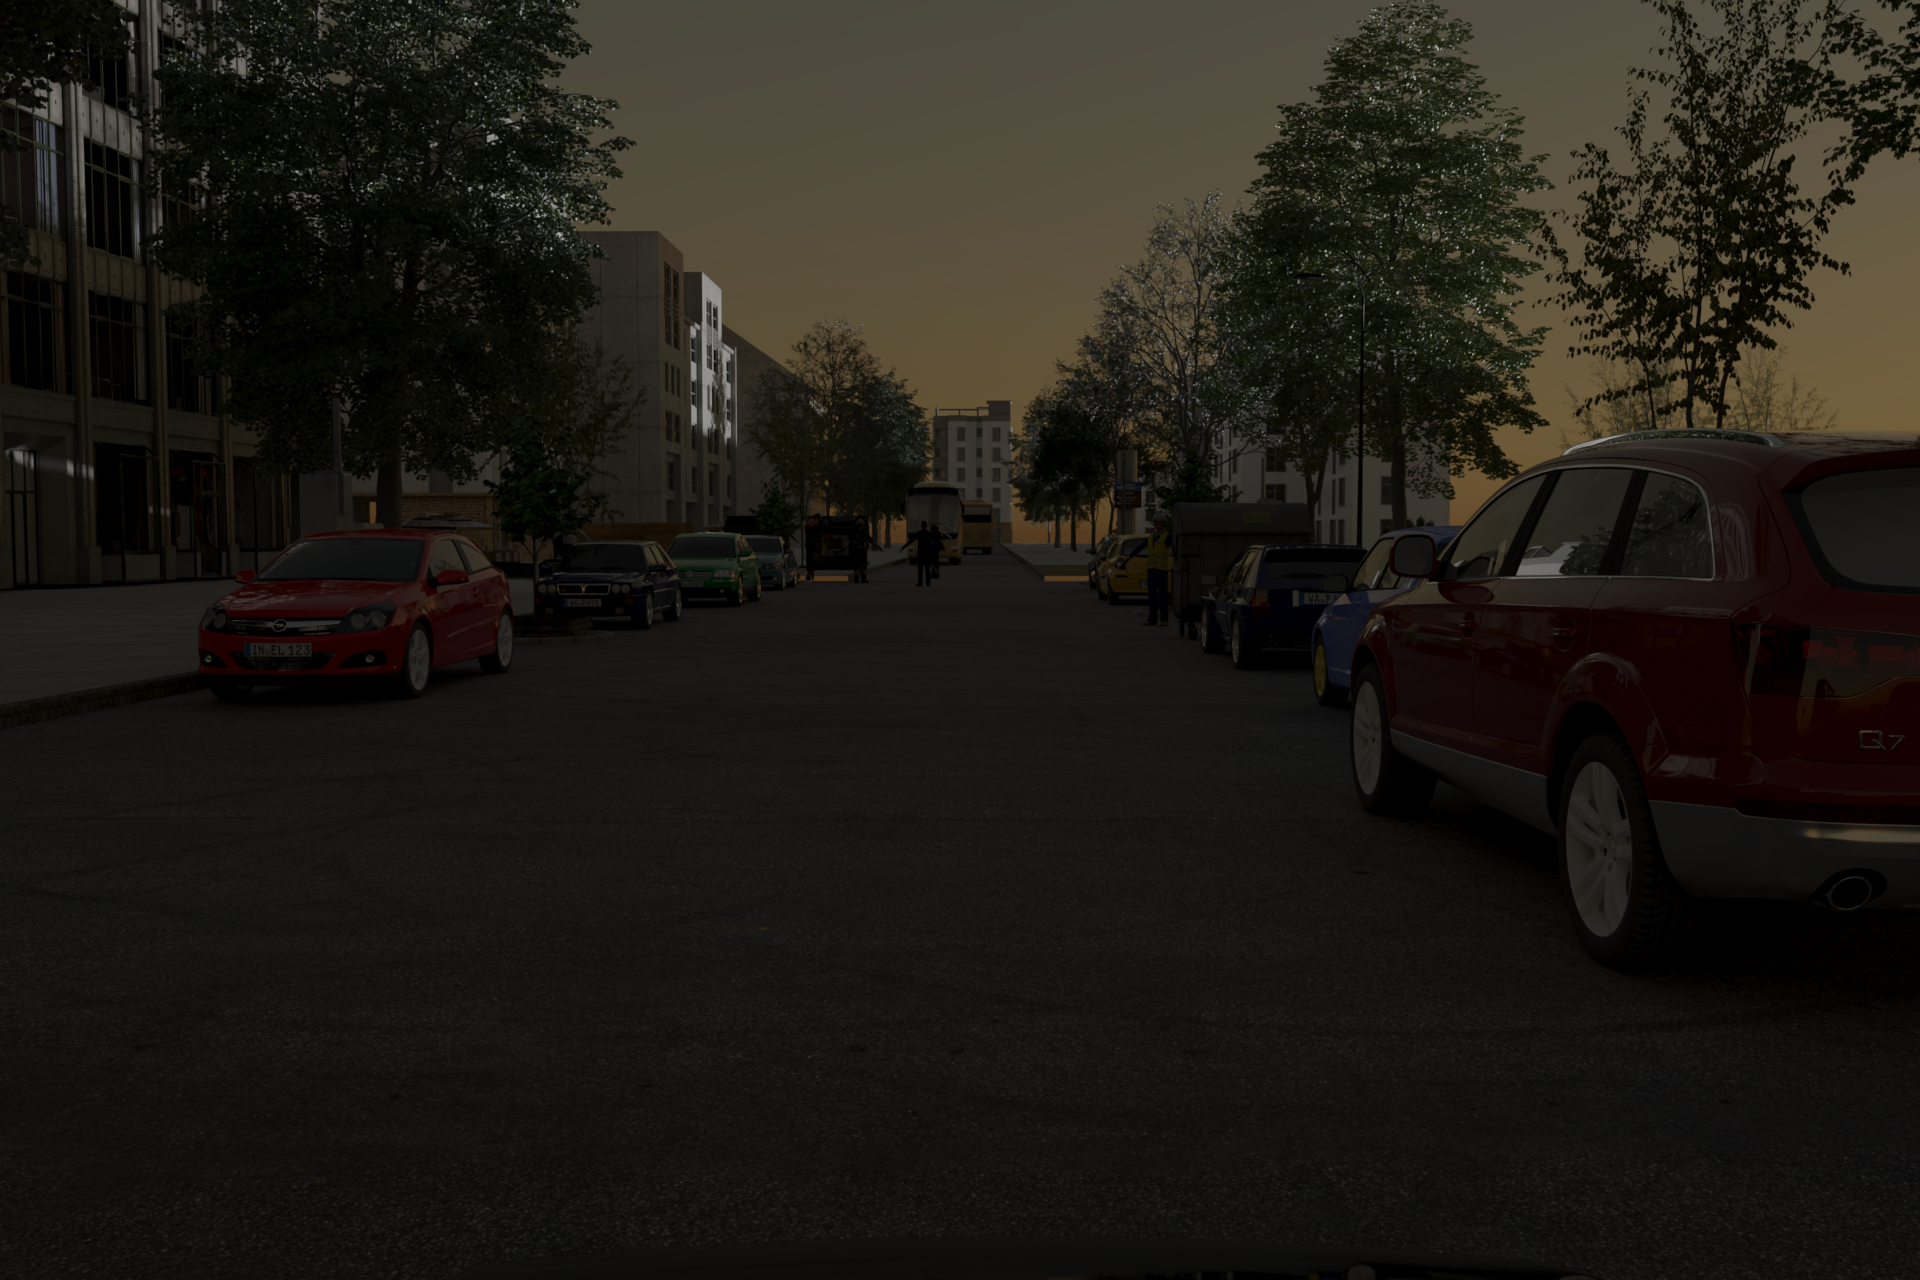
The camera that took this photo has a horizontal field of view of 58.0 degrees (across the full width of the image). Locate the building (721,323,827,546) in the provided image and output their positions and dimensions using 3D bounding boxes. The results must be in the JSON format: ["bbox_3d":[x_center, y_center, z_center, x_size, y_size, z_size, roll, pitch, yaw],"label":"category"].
[{"bbox_3d":[-24.785,-21.883,188.717,19.493,23.208,18.063,0,4,0],"label":"building"}]

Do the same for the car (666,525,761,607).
[{"bbox_3d":[-5.181,-1.638,35.576,1.959,1.807,4.718,0,4,1],"label":"car"}]

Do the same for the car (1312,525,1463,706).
[{"bbox_3d":[3.825,-0.229,13.338,1.945,1.707,3.694,0,3,0],"label":"car"}]

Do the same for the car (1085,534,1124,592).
[{"bbox_3d":[4.247,-2.118,44.418,2.009,1.686,4.222,0,4,1],"label":"car"}]

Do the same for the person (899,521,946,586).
[{"bbox_3d":[-0.998,-2.374,47.490,1.346,1.802,0.704,-1,4,-18],"label":"person"}]

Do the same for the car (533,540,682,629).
[{"bbox_3d":[-5.505,-0.900,27.296,1.945,1.354,3.894,0,4,1],"label":"car"}]

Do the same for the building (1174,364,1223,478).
[{"bbox_3d":[28.792,-20.415,190.204,16.016,20.090,11.380,0,4,1],"label":"building"}]

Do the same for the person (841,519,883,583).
[{"bbox_3d":[-2.899,-2.592,50.609,1.354,1.856,0.705,-2,4,-30],"label":"person"}]

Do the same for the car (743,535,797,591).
[{"bbox_3d":[-5.311,-2.048,45.489,2.014,1.417,4.499,0,4,1],"label":"car"}]

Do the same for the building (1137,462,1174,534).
[{"bbox_3d":[25.276,-16.300,208.652,9.099,9.664,28.070,0,4,1],"label":"building"}]

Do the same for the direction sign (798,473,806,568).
[{"bbox_3d":[-5.910,-4.454,64.812,0.379,3.537,0.876,0,4,3],"label":"direction sign"}]

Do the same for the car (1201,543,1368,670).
[{"bbox_3d":[3.769,-0.430,19.610,1.945,1.354,3.894,0,4,0],"label":"car"}]

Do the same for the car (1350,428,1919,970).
[{"bbox_3d":[3.097,0.088,7.237,2.281,1.827,5.304,0,4,-1],"label":"car"}]

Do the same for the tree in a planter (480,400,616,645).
[{"bbox_3d":[-5.732,-1.592,23.258,1.991,3.239,1.994,0,4,1],"label":"tree in a planter"}]

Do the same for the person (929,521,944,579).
[{"bbox_3d":[-0.839,-2.902,55.677,0.705,1.856,1.354,-2,4,-29],"label":"person"}]

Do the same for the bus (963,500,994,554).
[{"bbox_3d":[1.003,-8.136,124.571,2.896,3.916,12.252,0,4,0],"label":"bus"}]

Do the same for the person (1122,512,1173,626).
[{"bbox_3d":[3.045,-1.105,26.987,1.216,1.772,0.721,3,5,42],"label":"person"}]

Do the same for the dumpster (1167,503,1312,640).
[{"bbox_3d":[3.826,-0.951,23.772,1.865,1.857,1.264,0,3,0],"label":"dumpster"}]

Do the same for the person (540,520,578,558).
[{"bbox_3d":[-13.891,-3.292,59.961,1.346,1.812,0.704,0,4,3],"label":"person"}]

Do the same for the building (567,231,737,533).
[{"bbox_3d":[-25.717,-15.336,117.204,16.747,18.905,31.486,0,4,1],"label":"building"}]

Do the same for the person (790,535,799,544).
[{"bbox_3d":[-6.832,-3.781,67.759,0.705,1.837,1.347,3,4,36],"label":"person"}]

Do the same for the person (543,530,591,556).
[{"bbox_3d":[-10.126,-2.370,44.901,1.344,1.810,0.704,-2,4,-30],"label":"person"}]

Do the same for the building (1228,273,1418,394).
[{"bbox_3d":[25.459,-16.821,131.443,16.016,20.090,11.380,0,4,1],"label":"building"}]

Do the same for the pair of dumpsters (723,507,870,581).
[{"bbox_3d":[-4.971,-2.923,52.735,4.436,2.255,1.574,0,4,0],"label":"pair of dumpsters"}]

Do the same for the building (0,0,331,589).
[{"bbox_3d":[-27.057,-13.574,38.587,14.369,24.946,33.146,0,4,2],"label":"building"}]

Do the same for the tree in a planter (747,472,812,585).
[{"bbox_3d":[-5.281,-3.197,49.496,1.991,3.239,1.994,0,4,0],"label":"tree in a planter"}]

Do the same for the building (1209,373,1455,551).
[{"bbox_3d":[21.374,-9.913,104.233,9.099,9.664,28.070,0,4,1],"label":"building"}]

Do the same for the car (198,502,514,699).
[{"bbox_3d":[-5.576,-0.450,16.391,2.155,1.783,4.494,0,4,1],"label":"car"}]

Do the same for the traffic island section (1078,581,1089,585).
[{"bbox_3d":[4.366,-1.614,49.260,1.991,0.108,1.994,0,4,0],"label":"traffic island section"}]

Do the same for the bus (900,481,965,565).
[{"bbox_3d":[-1.155,-5.674,84.313,2.896,3.916,12.252,0,4,1],"label":"bus"}]

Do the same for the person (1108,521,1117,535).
[{"bbox_3d":[5.322,-3.143,58.191,1.217,1.733,0.721,1,4,10],"label":"person"}]

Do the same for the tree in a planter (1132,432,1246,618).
[{"bbox_3d":[4.061,-2.030,30.408,1.991,3.239,1.994,0,4,1],"label":"tree in a planter"}]

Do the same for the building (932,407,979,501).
[{"bbox_3d":[-3.691,-23.876,249.247,11.380,20.090,16.016,0,4,3],"label":"building"}]

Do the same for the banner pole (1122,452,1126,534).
[{"bbox_3d":[5.014,-3.844,52.873,0.401,3.779,0.863,0,4,1],"label":"banner pole"}]

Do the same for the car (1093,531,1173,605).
[{"bbox_3d":[3.839,-1.602,36.411,2.015,1.641,3.980,0,3,0],"label":"car"}]

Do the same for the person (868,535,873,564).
[{"bbox_3d":[-3.974,-4.105,73.256,0.704,1.843,1.345,1,4,22],"label":"person"}]

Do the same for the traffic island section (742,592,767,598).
[{"bbox_3d":[-5.486,-1.031,39.724,1.991,0.108,1.994,0,4,1],"label":"traffic island section"}]

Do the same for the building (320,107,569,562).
[{"bbox_3d":[-25.480,-13.530,77.632,16.016,20.090,11.380,0,3,0],"label":"building"}]

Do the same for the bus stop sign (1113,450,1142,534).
[{"bbox_3d":[5.273,-4.018,54.706,0.837,3.901,0.837,0,4,0],"label":"bus stop sign"}]
